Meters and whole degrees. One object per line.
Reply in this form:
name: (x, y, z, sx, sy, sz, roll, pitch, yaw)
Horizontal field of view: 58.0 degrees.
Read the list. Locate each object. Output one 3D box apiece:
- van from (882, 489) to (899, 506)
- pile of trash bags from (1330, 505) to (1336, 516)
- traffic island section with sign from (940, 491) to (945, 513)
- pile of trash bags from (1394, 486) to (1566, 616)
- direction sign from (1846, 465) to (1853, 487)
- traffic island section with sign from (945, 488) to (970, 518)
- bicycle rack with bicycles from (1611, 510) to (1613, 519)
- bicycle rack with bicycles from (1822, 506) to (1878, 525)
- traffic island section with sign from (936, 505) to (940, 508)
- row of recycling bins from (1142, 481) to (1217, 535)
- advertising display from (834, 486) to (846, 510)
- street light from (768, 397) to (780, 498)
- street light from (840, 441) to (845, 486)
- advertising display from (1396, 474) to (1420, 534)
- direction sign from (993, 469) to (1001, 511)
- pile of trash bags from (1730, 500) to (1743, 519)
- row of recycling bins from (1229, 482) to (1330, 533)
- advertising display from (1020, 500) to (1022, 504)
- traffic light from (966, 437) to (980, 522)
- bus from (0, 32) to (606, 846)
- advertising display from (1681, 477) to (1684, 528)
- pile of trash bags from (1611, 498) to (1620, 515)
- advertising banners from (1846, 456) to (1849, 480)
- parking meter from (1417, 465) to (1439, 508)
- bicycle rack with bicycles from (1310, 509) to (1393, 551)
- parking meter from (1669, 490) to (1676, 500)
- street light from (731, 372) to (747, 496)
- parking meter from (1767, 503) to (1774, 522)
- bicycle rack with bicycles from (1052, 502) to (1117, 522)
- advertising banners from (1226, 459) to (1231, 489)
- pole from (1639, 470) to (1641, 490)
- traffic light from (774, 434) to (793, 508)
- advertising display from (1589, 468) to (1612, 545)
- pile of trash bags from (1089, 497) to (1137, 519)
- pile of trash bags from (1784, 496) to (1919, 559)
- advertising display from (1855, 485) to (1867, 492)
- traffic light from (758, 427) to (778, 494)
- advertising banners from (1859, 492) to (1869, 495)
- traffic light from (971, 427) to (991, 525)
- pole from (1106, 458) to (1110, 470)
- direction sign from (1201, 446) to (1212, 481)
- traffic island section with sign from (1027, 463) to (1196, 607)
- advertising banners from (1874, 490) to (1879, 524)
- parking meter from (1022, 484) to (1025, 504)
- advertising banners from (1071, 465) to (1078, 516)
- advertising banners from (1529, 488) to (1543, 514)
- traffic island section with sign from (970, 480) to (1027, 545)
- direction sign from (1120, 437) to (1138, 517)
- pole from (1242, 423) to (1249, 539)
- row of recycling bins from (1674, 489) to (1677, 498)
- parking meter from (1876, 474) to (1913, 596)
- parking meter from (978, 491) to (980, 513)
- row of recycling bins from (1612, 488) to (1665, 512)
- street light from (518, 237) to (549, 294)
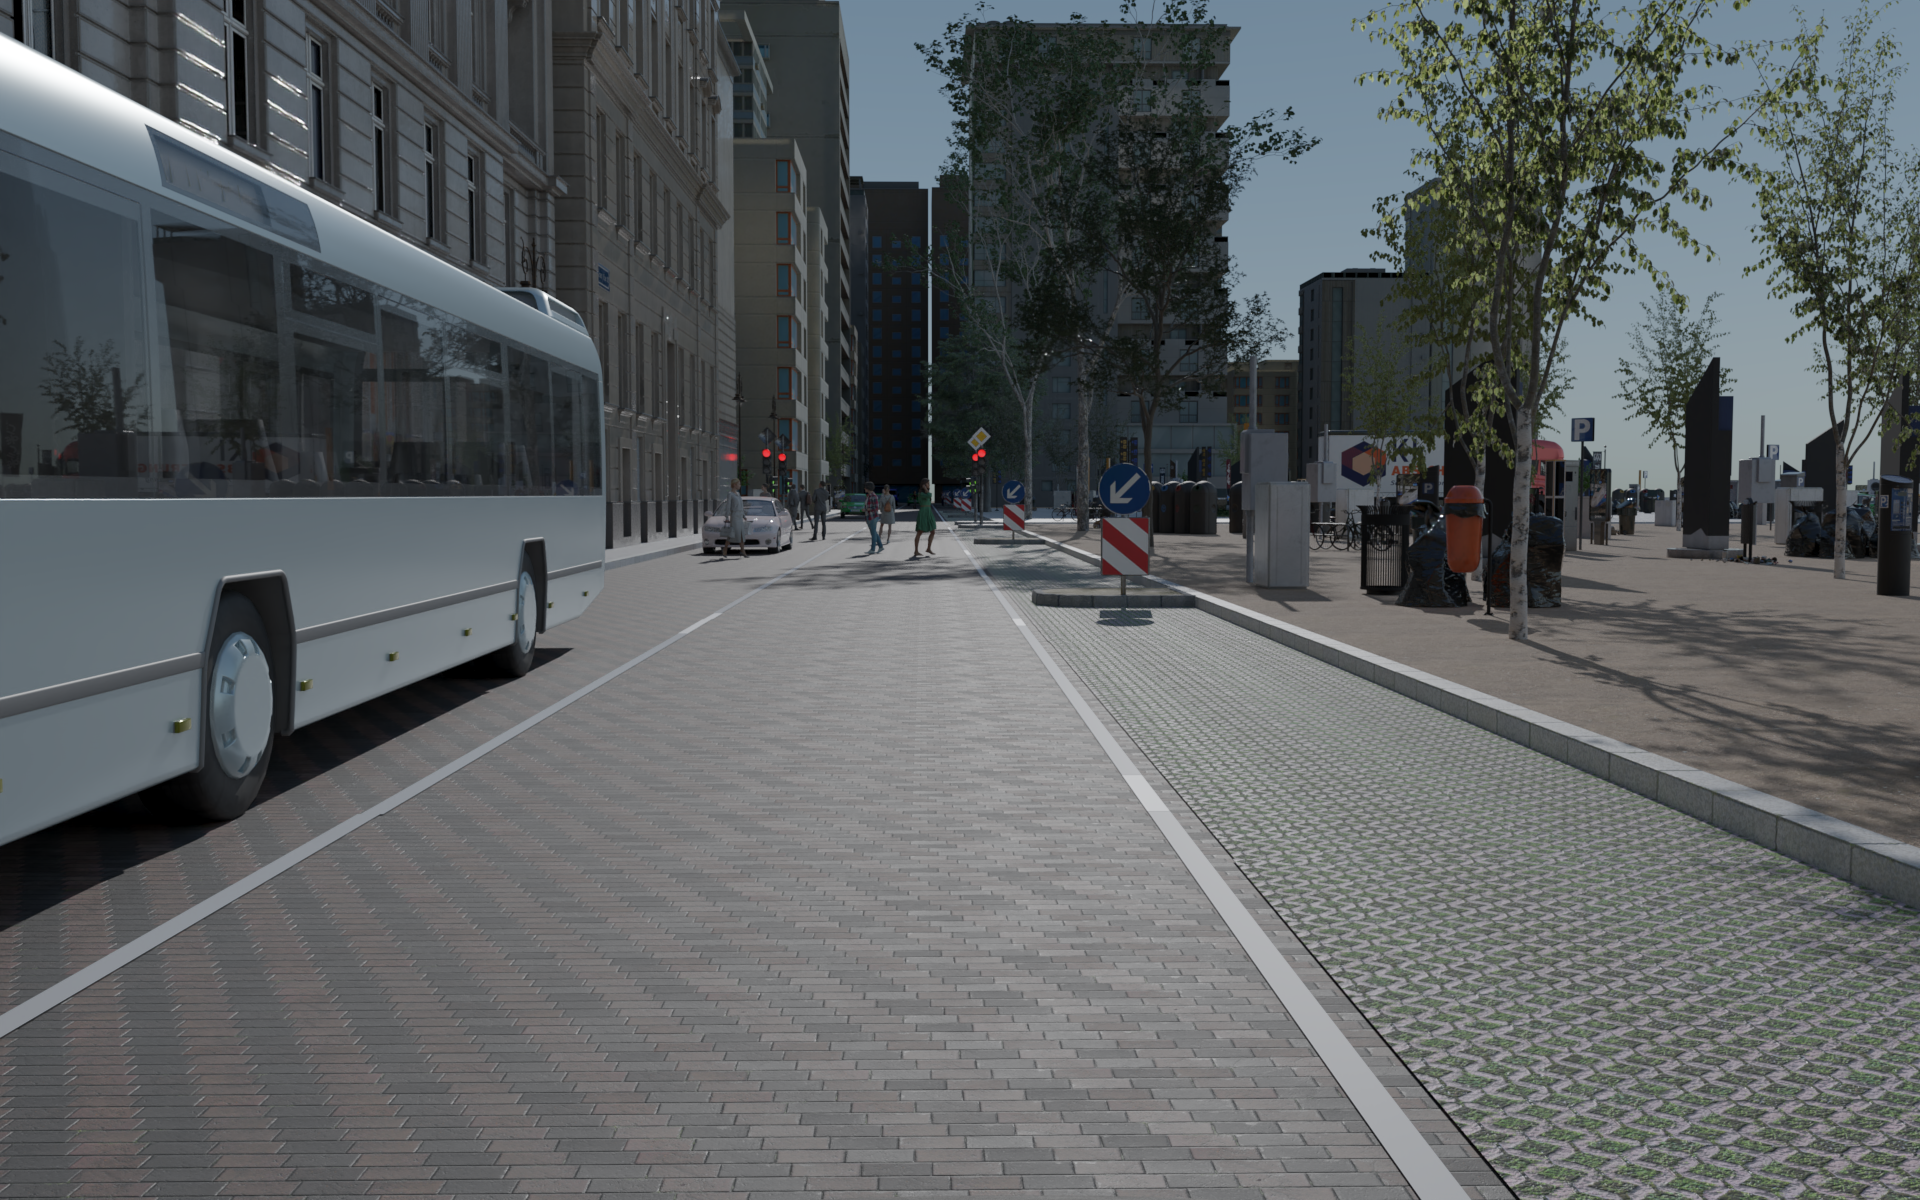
van: (-8.279, -12.255, 204.755, 2.240, 2.365, 5.245, 0, 4, -1)
pile of trash bags: (19.525, -4.892, 89.739, 1.912, 1.369, 3.447, -3, 4, -37)
traffic island section with sign: (-0.315, -7.576, 132.488, 1.989, 1.847, 2.006, 0, 4, -1)
pile of trash bags: (5.889, -0.611, 19.742, 1.912, 1.369, 3.447, 1, 4, 21)
direction sign: (74.601, -9.399, 145.670, 0.876, 3.537, 0.379, -1, 4, -23)
traffic island section with sign: (0.247, -5.907, 105.214, 1.989, 1.847, 2.006, 0, 4, -1)
bicycle rack with bicycles: (30.111, -4.280, 83.364, 2.852, 0.926, 2.925, -3, 5, -40)
bicycle rack with bicycles: (26.953, -2.386, 52.392, 2.925, 0.926, 2.852, -1, 4, -13)
traffic island section with sign: (-1.361, -10.651, 182.779, 1.989, 1.847, 2.006, 0, 4, -1)
row of recycling bins: (7.133, -3.011, 56.347, 1.069, 1.692, 3.534, -2, 4, -29)
advertising display: (-9.859, -8.362, 141.940, 0.974, 1.923, 0.123, 0, 4, 3)
street light: (-8.645, -6.597, 80.646, 0.468, 5.910, 1.993, 0, 4, -1)
street light: (-10.035, -10.763, 148.762, 0.468, 5.910, 1.993, 0, 4, -1)
advertising display: (14.353, -3.048, 55.046, 0.974, 1.923, 0.123, 0, 4, 5)
direction sign: (2.810, -8.545, 131.711, 0.876, 3.537, 0.379, -3, 5, -42)
pile of trash bags: (40.475, -4.831, 88.734, 1.912, 1.369, 3.447, -2, 4, -33)
row of recycling bins: (10.648, -3.079, 57.448, 3.534, 1.692, 1.069, -1, 4, -16)
advertising display: (4.970, -8.338, 141.542, 0.123, 1.923, 0.974, 0, 4, -3)
traffic light: (0.713, -5.602, 80.506, 0.839, 4.253, 0.868, 0, 4, -1)
bus: (-4.489, -0.945, 10.318, 2.948, 3.499, 13.247, 0, 4, -2)
advertising display: (27.631, -3.671, 65.231, 0.974, 1.923, 0.123, 1, 4, 21)
pile of trash bags: (38.941, -5.887, 106.008, 3.447, 1.369, 1.912, -2, 4, -33)
advertising banners: (41.031, -5.224, 81.606, 0.090, 3.025, 2.074, -1, 4, -16)
parking meter: (9.413, -1.782, 34.845, 0.399, 1.863, 0.255, 1, 4, 22)
bicycle rack with bicycles: (9.018, -1.618, 39.841, 2.852, 0.926, 2.925, -2, 4, -28)
parking meter: (44.113, -6.043, 107.222, 0.372, 1.533, 0.369, 0, 3, 0)
street light: (-8.351, -5.684, 65.721, 0.468, 5.910, 1.993, 0, 4, -1)
parking meter: (37.901, -4.604, 80.981, 0.255, 1.863, 0.399, 3, 5, 40)
bicycle rack with bicycles: (6.140, -4.182, 81.761, 2.925, 0.926, 2.852, 2, 4, 33)
advertising banners: (13.576, -5.462, 85.498, 0.090, 3.025, 2.074, -1, 4, -16)
pole: (57.748, -9.377, 147.156, 0.158, 3.312, 0.155, 0, 3, 0)
traffic light: (-8.196, -5.589, 80.306, 0.839, 4.253, 0.868, 0, 4, -1)
advertising display: (16.203, -2.363, 43.853, 0.123, 1.923, 0.974, 0, 4, -5)
pile of trash bags: (7.730, -4.904, 89.927, 3.447, 1.369, 1.912, 1, 4, 12)
pile of trash bags: (18.702, -1.546, 35.032, 3.447, 1.369, 1.912, 0, 4, 1)
advertising display: (63.455, -7.132, 121.819, 0.974, 1.923, 0.123, 0, 4, -2)
traffic light: (-8.030, -5.101, 72.322, 0.839, 4.253, 0.868, 0, 4, -1)
advertising banners: (49.778, -5.971, 93.812, 2.074, 3.025, 0.090, 1, 4, 18)
traffic light: (0.879, -5.113, 72.522, 0.839, 4.253, 0.868, 0, 4, -1)
pole: (8.407, -6.389, 98.302, 0.158, 3.312, 0.155, 0, 3, 0)
direction sign: (11.725, -5.531, 82.432, 0.379, 3.537, 0.876, -1, 4, -22)
traffic island section with sign: (1.961, -0.860, 22.686, 1.989, 1.847, 2.006, 0, 4, -1)
advertising banners: (32.538, -3.964, 61.003, 0.090, 3.025, 2.074, 1, 4, 13)
parking meter: (3.891, -5.926, 102.609, 0.399, 1.863, 0.255, -1, 4, -15)
advertising banners: (6.762, -6.408, 100.966, 0.090, 3.025, 2.074, 1, 4, 12)
advertising banners: (36.909, -7.142, 112.962, 2.074, 3.025, 0.090, 0, 4, -7)
traffic island section with sign: (1.393, -2.508, 49.635, 1.989, 1.847, 2.006, 0, 4, -1)
direction sign: (6.706, -4.703, 68.894, 0.876, 3.537, 0.379, -2, 4, -31)
pole: (8.239, -3.428, 49.892, 0.158, 3.312, 0.155, 0, 3, 0)
row of recycling bins: (64.624, -8.918, 152.927, 3.534, 1.692, 1.069, 1, 4, 13)
parking meter: (11.835, -0.826, 21.923, 0.372, 1.533, 0.369, 0, 3, 0)
parking meter: (1.410, -6.831, 120.095, 0.372, 1.533, 0.369, 0, 3, 0)
row of recycling bins: (48.354, -7.121, 123.547, 3.534, 1.692, 1.069, 1, 4, 11)
street light: (-7.676, -3.583, 31.364, 0.468, 5.910, 1.993, 0, 4, -1)
